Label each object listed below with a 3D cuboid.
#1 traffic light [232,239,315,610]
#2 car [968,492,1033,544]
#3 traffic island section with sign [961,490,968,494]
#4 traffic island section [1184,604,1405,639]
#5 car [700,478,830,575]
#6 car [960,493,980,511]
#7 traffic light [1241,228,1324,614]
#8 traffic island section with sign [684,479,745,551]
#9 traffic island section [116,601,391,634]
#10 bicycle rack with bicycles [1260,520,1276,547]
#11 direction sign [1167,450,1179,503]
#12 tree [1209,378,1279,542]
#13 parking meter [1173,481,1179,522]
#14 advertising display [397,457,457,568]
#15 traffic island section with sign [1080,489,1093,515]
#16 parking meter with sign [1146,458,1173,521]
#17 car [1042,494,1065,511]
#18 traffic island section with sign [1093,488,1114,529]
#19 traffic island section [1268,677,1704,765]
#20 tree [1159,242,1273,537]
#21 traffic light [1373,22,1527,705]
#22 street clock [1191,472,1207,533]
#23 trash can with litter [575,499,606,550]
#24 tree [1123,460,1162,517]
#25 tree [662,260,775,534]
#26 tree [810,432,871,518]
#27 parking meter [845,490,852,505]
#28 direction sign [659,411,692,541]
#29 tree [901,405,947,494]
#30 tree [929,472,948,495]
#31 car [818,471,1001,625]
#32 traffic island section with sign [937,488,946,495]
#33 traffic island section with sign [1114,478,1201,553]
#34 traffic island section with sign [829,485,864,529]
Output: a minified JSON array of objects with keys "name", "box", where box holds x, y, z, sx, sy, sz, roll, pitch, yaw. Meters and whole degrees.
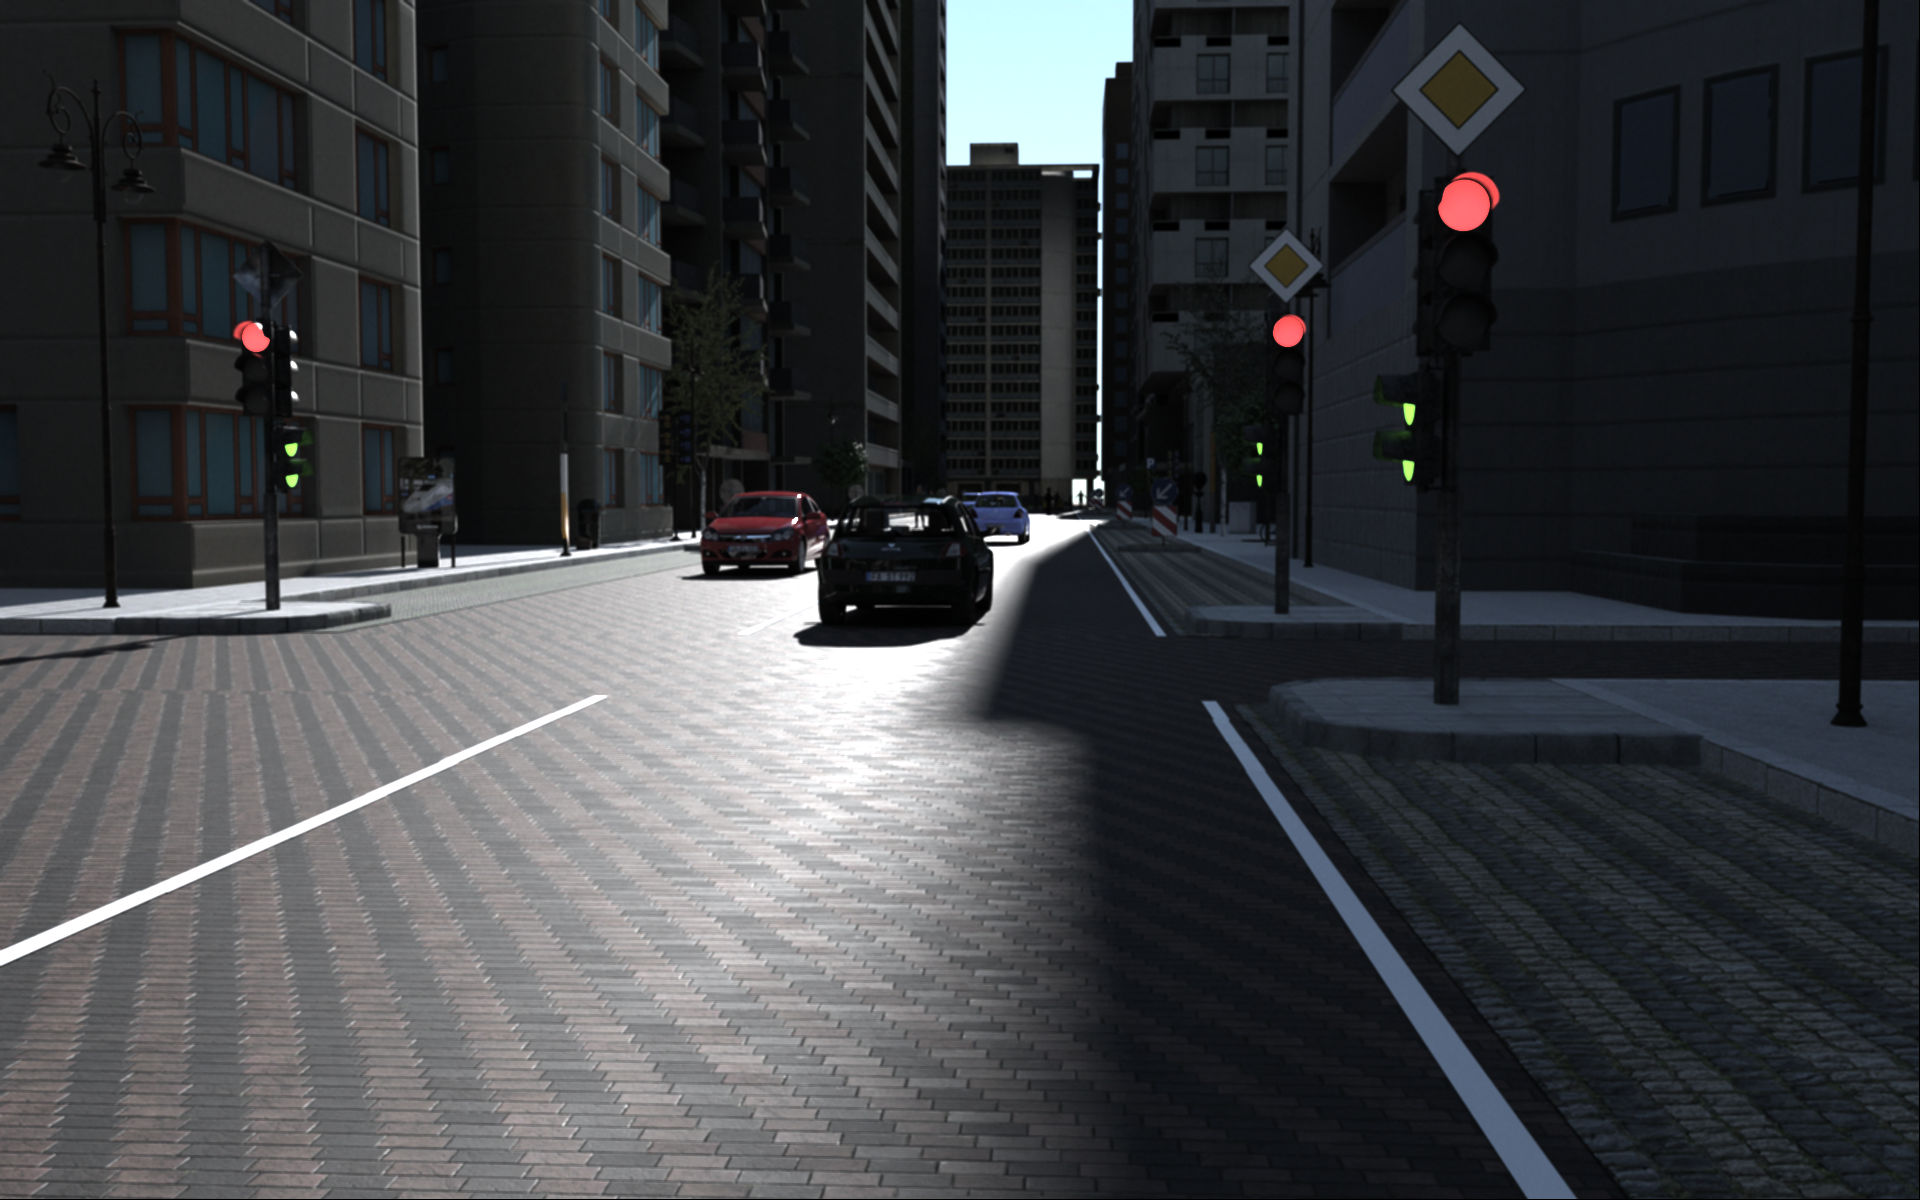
[{"name":"traffic light","box":[-7.608,-1.846,19.107,0.839,4.253,0.868,0,4,3]},{"name":"car","box":[1.171,-2.532,50.981,1.945,1.707,3.694,0,4,5]},{"name":"traffic island section with sign","box":[0.390,-8.582,148.950,1.989,1.847,2.006,0,4,3]},{"name":"traffic island section","box":[3.474,0.226,18.581,2.009,0.180,2.903,0,4,3]},{"name":"car","box":[-3.569,-1.416,32.188,2.155,1.783,4.494,0,4,5]},{"name":"car","box":[0.727,-6.041,108.366,1.945,1.707,3.694,0,4,2]},{"name":"traffic light","box":[3.434,-1.807,18.469,0.839,4.253,0.868,0,4,3]},{"name":"traffic island section with sign","box":[-5.843,-2.168,44.068,1.989,1.847,2.006,0,4,3]},{"name":"traffic island section","box":[-7.648,0.186,19.244,2.009,0.180,2.903,0,4,3]},{"name":"bicycle rack with bicycles","box":[8.630,-1.778,42.459,2.925,0.926,2.852,3,4,39]},{"name":"direction sign","box":[10.844,-5.891,88.312,0.876,3.537,0.379,-3,5,-42]},{"name":"tree","box":[8.429,-3.858,46.788,4.285,4.588,4.351,0,3,0]},{"name":"parking meter","box":[9.959,-4.535,79.858,0.255,1.863,0.399,0,4,-2]},{"name":"advertising display","box":[-9.285,-1.529,30.206,0.974,1.923,0.123,0,4,-7]},{"name":"traffic island section with sign","box":[9.519,-6.821,120.156,1.989,1.847,2.006,0,4,3]},{"name":"parking meter with sign","box":[9.697,-5.345,83.644,0.543,3.016,1.738,3,5,41]},{"name":"car","box":[7.999,-8.449,148.363,2.015,1.641,3.980,0,4,3]},{"name":"traffic island section with sign","box":[6.572,-3.797,70.714,1.989,1.847,2.006,0,4,3]},{"name":"traffic island section","box":[3.000,0.714,10.610,2.009,0.180,2.903,0,4,3]},{"name":"tree","box":[8.109,-6.189,51.547,4.360,8.622,3.978,0,3,0]},{"name":"traffic light","box":[2.961,-1.320,10.498,0.839,4.253,0.868,0,4,3]},{"name":"street clock","box":[7.899,-3.222,57.243,0.471,2.002,0.358,-2,4,-25]},{"name":"trash can with litter","box":[-8.609,-1.765,40.250,0.624,1.170,1.055,0,4,-4]},{"name":"tree","box":[10.447,-6.399,99.225,1.663,3.219,1.824,0,3,0]},{"name":"tree","box":[-8.157,-6.433,55.536,4.737,8.622,4.395,0,3,0]},{"name":"tree","box":[-6.319,-6.626,92.054,4.285,4.588,4.351,0,3,0]},{"name":"parking meter","box":[-6.076,-5.276,94.669,0.372,1.533,0.369,0,3,0]},{"name":"direction sign","box":[-7.748,-3.375,47.178,0.876,3.537,0.379,-1,4,-13]},{"name":"tree","box":[-2.928,-11.759,142.625,4.737,8.622,4.395,0,3,0]},{"name":"tree","box":[-2.090,-9.348,147.442,1.663,3.219,1.824,0,3,0]},{"name":"car","box":[-0.560,-0.645,20.338,2.009,1.686,4.222,0,4,5]},{"name":"traffic island section with sign","box":[-1.242,-6.903,121.498,1.989,1.847,2.006,0,4,3]},{"name":"traffic island section with sign","box":[4.933,-2.111,43.137,1.989,1.847,2.006,0,4,3]},{"name":"traffic island section with sign","box":[-4.249,-3.813,70.976,1.989,1.847,2.006,0,4,3]}]
